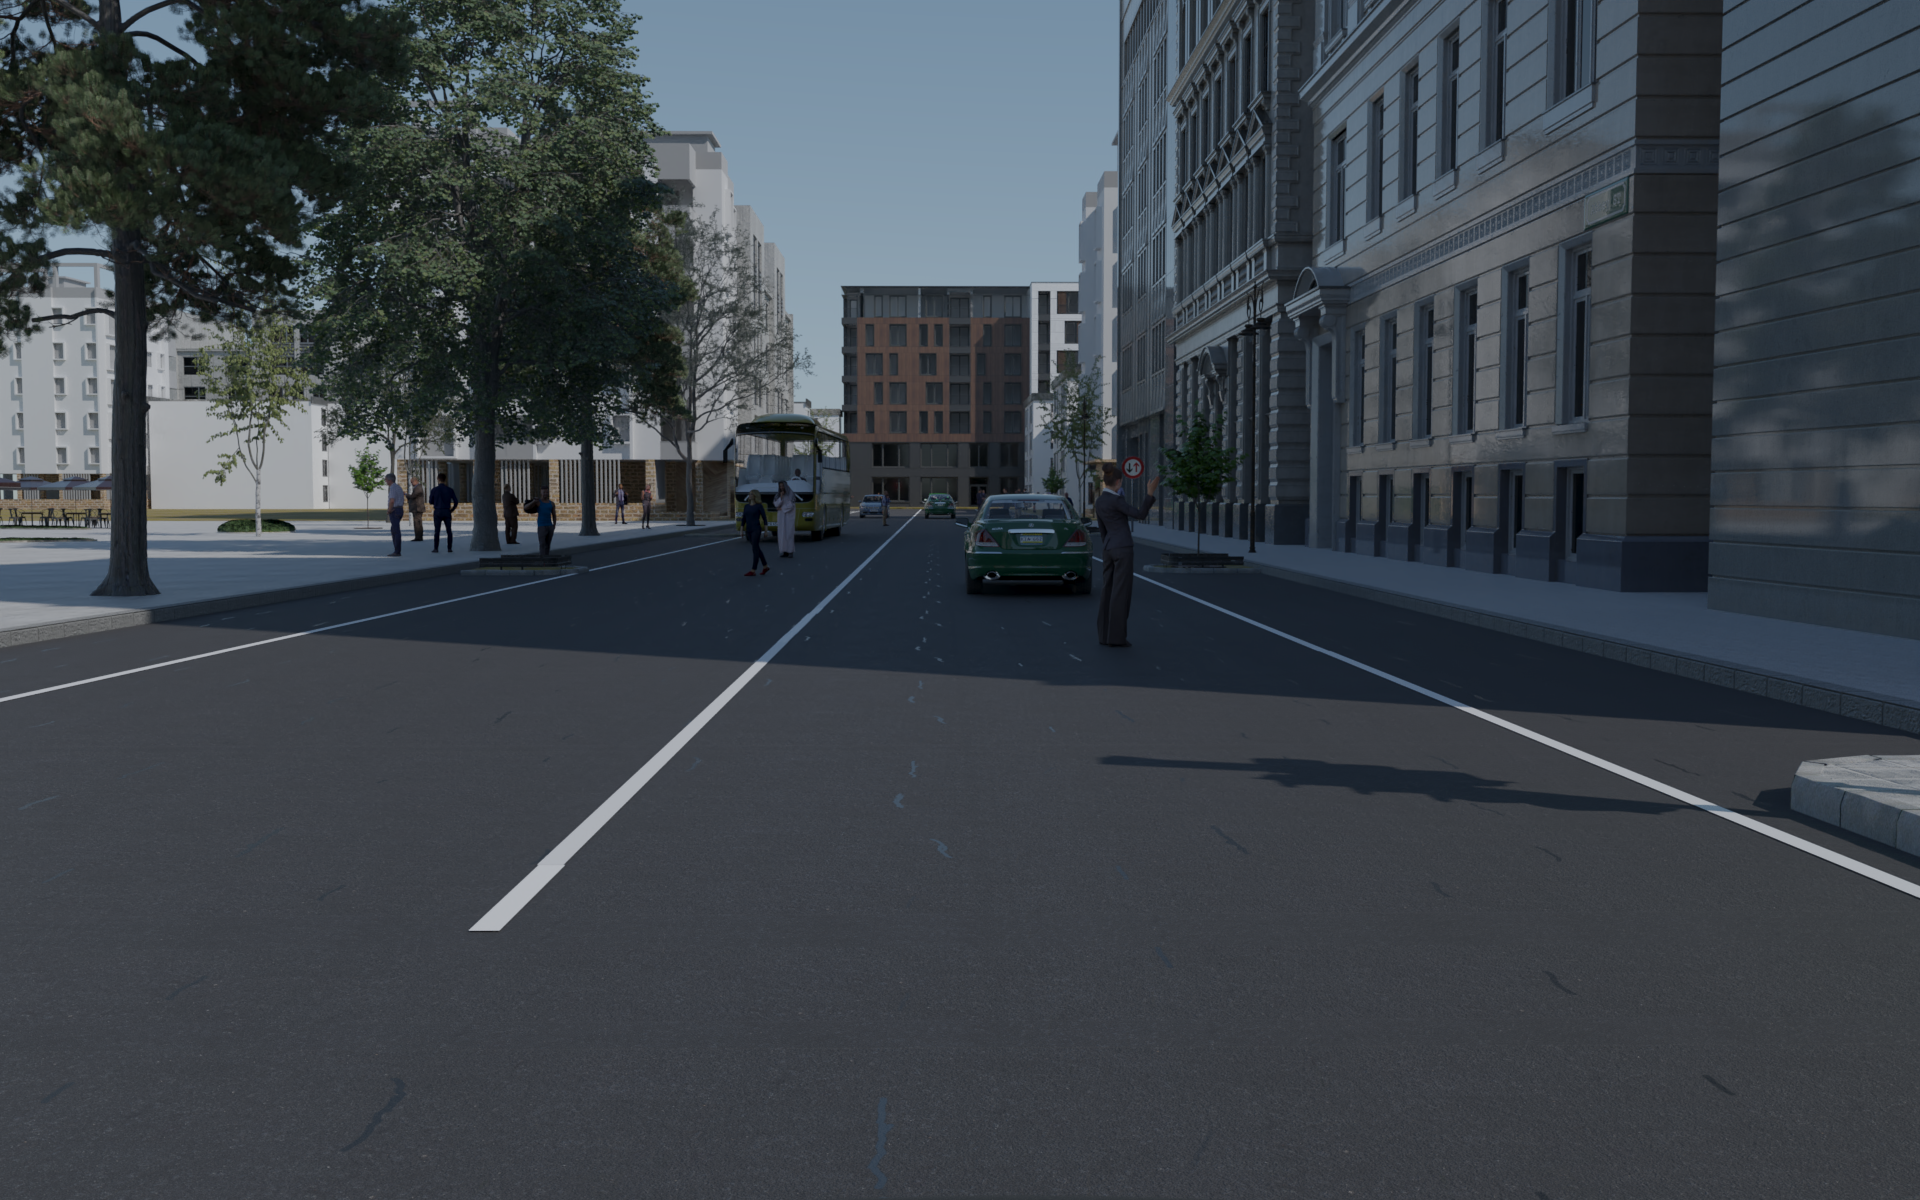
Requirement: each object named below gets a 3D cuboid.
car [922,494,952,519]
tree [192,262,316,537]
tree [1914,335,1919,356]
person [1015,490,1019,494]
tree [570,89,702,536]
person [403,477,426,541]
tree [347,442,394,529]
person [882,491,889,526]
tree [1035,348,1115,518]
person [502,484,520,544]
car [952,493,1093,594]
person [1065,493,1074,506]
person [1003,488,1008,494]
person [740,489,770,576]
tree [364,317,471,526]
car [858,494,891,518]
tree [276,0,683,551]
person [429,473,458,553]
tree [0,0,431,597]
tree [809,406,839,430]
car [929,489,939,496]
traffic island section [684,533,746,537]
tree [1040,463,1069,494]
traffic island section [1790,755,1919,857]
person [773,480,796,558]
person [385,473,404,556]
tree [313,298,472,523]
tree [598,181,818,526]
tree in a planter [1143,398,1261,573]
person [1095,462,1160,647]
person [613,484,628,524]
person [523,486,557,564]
[{"bbox_3d":[-1.182,-5.535,102.301,2.131,1.459,4.920,0,4,-1],"label":"car"},{"bbox_3d":[-21.220,-6.229,52.213,4.737,8.622,4.395,0,3,0],"label":"tree"},{"bbox_3d":[6.963,-0.999,10.931,1.663,3.219,1.824,0,3,0],"label":"tree"},{"bbox_3d":[2.271,-3.552,68.632,0.319,1.574,0.516,-2,4,-25],"label":"person"},{"bbox_3d":[-11.685,-8.897,52.889,7.806,13.903,7.818,0,3,0],"label":"tree"},{"bbox_3d":[-14.833,-2.468,47.078,0.600,1.739,0.565,-3,5,-43],"label":"person"},{"bbox_3d":[-21.740,-4.240,63.928,1.663,3.219,1.824,0,3,0],"label":"tree"},{"bbox_3d":[-3.334,-4.123,77.973,0.319,1.574,0.516,1,4,10],"label":"person"},{"bbox_3d":[5.926,-8.327,86.514,4.737,8.622,4.395,0,3,0],"label":"tree"},{"bbox_3d":[-11.508,-2.204,44.348,0.482,1.546,0.388,3,5,41],"label":"person"},{"bbox_3d":[0.985,-0.884,26.251,2.131,1.459,4.920,0,3,0],"label":"car"},{"bbox_3d":[4.246,-3.624,70.442,0.574,1.496,0.600,3,5,40],"label":"person"},{"bbox_3d":[2.126,-4.286,79.499,0.530,1.710,0.541,2,4,30],"label":"person"},{"bbox_3d":[-3.583,-1.188,30.460,0.480,1.512,0.613,1,4,14],"label":"person"},{"bbox_3d":[-21.601,-7.237,68.685,4.360,8.622,3.978,0,3,0],"label":"tree"},{"bbox_3d":[-5.172,-5.706,105.296,2.014,1.417,4.499,0,4,-1],"label":"car"},{"bbox_3d":[-10.689,-8.088,38.902,9.857,13.997,8.962,0,3,0],"label":"tree"},{"bbox_3d":[-11.366,-1.914,38.041,0.576,1.737,0.504,-2,4,-35],"label":"person"},{"bbox_3d":[-10.470,-6.965,21.298,7.806,13.903,7.818,0,3,0],"label":"tree"},{"bbox_3d":[-12.000,-11.844,144.006,4.737,8.622,4.395,0,3,0],"label":"tree"},{"bbox_3d":[-1.490,-6.757,119.274,1.959,1.807,4.718,0,4,-1],"label":"car"},{"bbox_3d":[-8.210,-2.190,58.679,1.991,0.108,1.994,0,4,-1],"label":"traffic island section"},{"bbox_3d":[5.671,-6.859,106.747,1.663,3.219,1.824,0,3,0],"label":"tree"},{"bbox_3d":[4.792,0.932,7.036,2.009,0.180,2.903,0,4,-1],"label":"traffic island section"},{"bbox_3d":[-3.956,-1.831,39.111,0.551,1.740,0.621,0,4,5],"label":"person"},{"bbox_3d":[-11.671,-1.752,35.628,0.436,1.711,0.756,0,4,7],"label":"person"},{"bbox_3d":[-25.176,-8.726,77.086,7.601,10.594,8.767,0,4,-2],"label":"tree"},{"bbox_3d":[-10.945,-9.702,69.003,12.009,13.543,11.850,0,3,0],"label":"tree"},{"bbox_3d":[4.456,-2.141,32.220,1.991,3.239,1.994,0,4,-1],"label":"tree in a planter"},{"bbox_3d":[1.586,-0.426,16.268,0.742,1.727,0.445,2,4,31],"label":"person"},{"bbox_3d":[-14.406,-4.079,73.556,0.655,1.722,0.431,-2,4,-30],"label":"person"},{"bbox_3d":[-8.234,-1.452,34.114,0.647,1.594,0.662,-3,5,-43],"label":"person"}]
